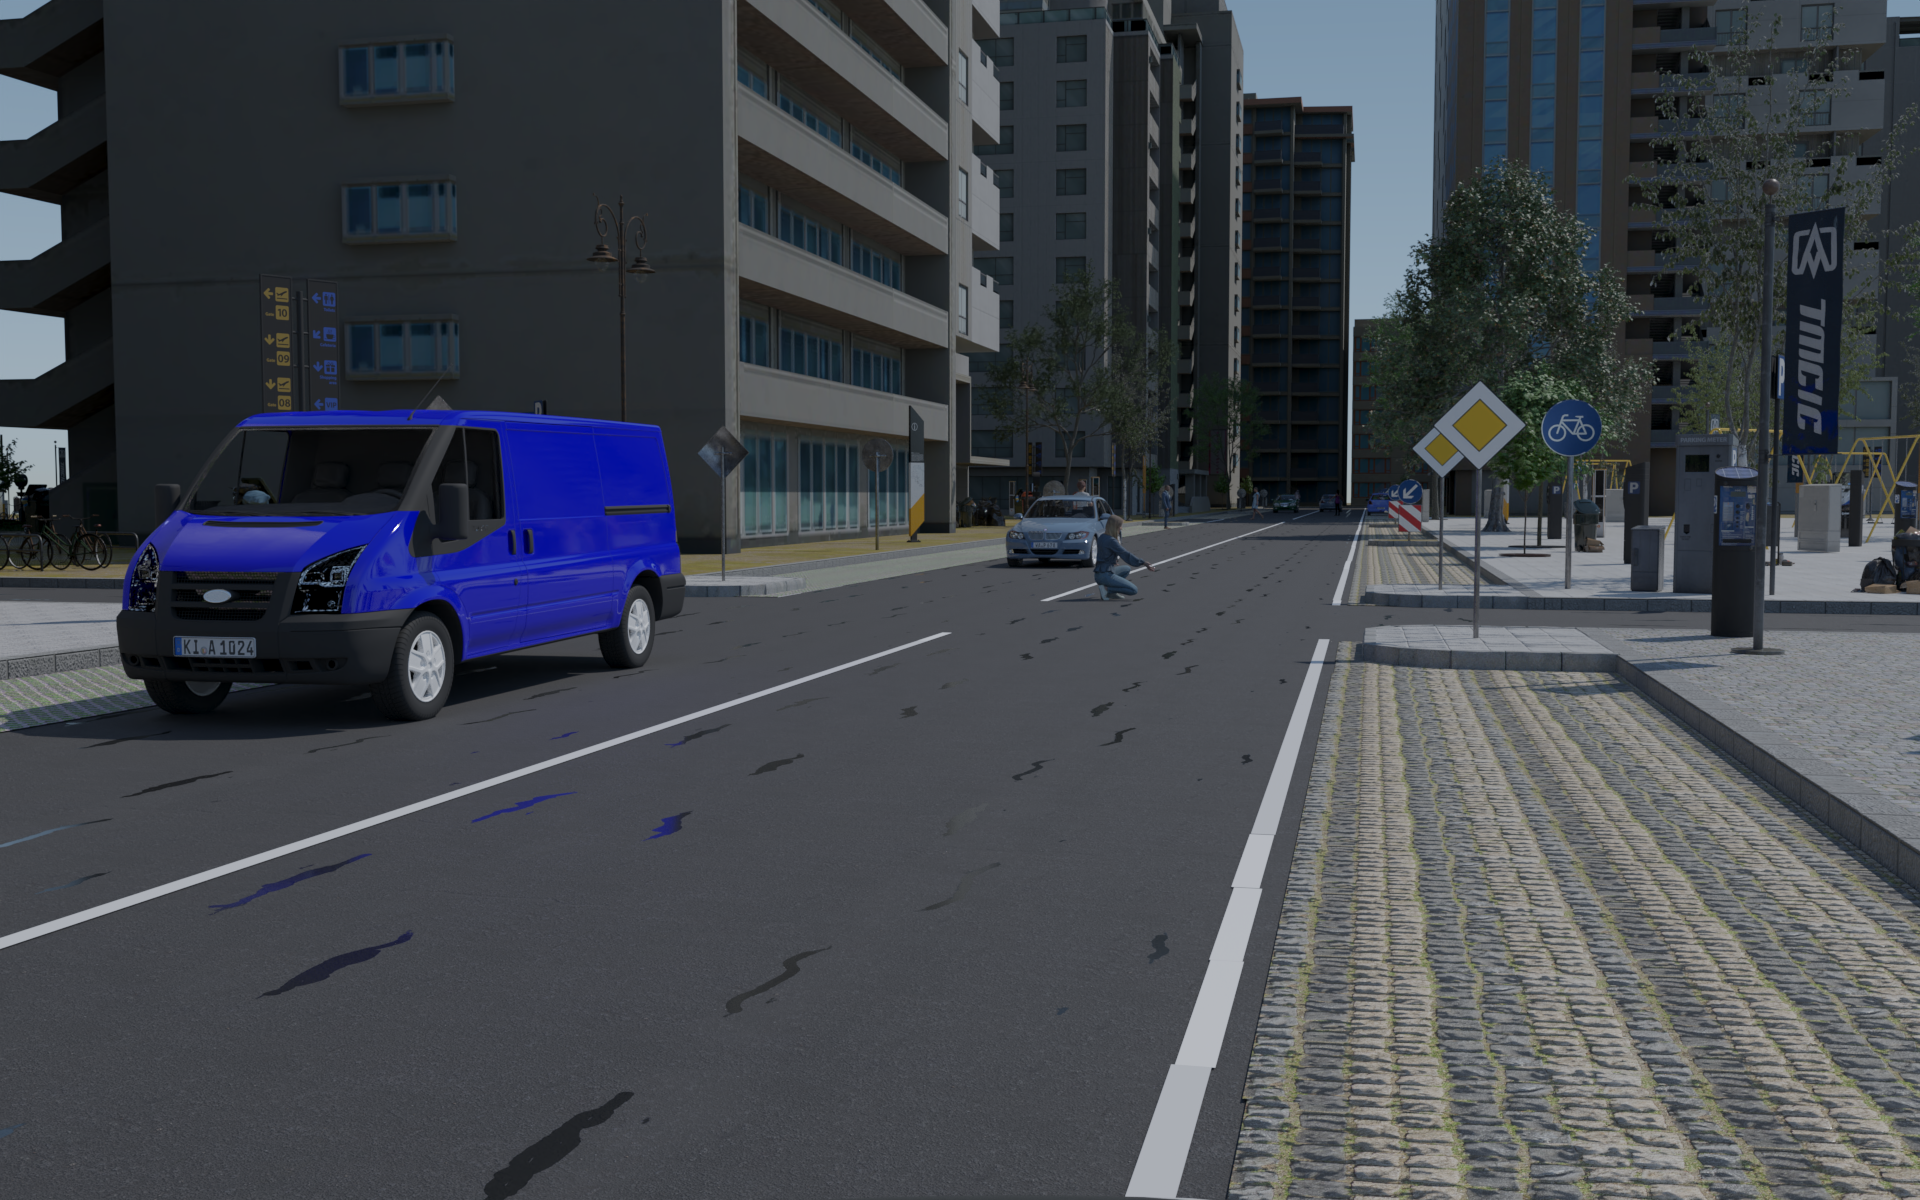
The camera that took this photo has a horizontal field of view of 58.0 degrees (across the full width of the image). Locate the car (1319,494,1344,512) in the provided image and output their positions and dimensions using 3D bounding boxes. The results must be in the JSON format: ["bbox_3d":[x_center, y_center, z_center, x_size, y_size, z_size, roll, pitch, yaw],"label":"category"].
[{"bbox_3d":[29.769,-7.765,138.965,2.014,1.417,4.499,1,4,14],"label":"car"}]

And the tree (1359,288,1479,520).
[{"bbox_3d":[23.544,-9.773,85.550,9.928,11.665,9.643,0,3,0],"label":"tree"}]

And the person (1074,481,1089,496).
[{"bbox_3d":[3.027,-2.038,42.388,0.480,1.755,0.524,1,4,17],"label":"person"}]

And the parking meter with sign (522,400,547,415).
[{"bbox_3d":[-8.531,-2.182,31.942,1.738,3.016,0.543,-2,4,-30],"label":"parking meter with sign"}]

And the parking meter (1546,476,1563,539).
[{"bbox_3d":[16.871,-2.657,49.157,0.399,1.863,0.255,0,4,4],"label":"parking meter"}]

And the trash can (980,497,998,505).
[{"bbox_3d":[1.261,-3.901,75.437,0.748,1.137,0.748,0,3,0],"label":"trash can"}]

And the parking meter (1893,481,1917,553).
[{"bbox_3d":[18.190,-1.524,33.331,0.372,1.533,0.369,0,3,0],"label":"parking meter"}]

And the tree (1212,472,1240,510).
[{"bbox_3d":[21.119,-8.807,138.596,1.663,3.219,1.824,0,3,0],"label":"tree"}]

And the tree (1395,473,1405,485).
[{"bbox_3d":[39.502,-9.723,153.577,1.663,3.219,1.824,0,3,0],"label":"tree"}]

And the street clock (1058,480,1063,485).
[{"bbox_3d":[5.270,-5.311,91.402,0.358,2.002,0.471,1,4,21],"label":"street clock"}]

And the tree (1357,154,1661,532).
[{"bbox_3d":[18.426,-8.672,58.790,9.611,12.733,9.660,0,3,0],"label":"tree"}]

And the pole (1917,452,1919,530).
[{"bbox_3d":[32.767,-3.985,59.001,0.158,3.312,0.155,0,3,0],"label":"pole"}]

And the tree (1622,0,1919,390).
[{"bbox_3d":[12.185,-4.644,26.299,4.360,8.622,3.978,0,3,0],"label":"tree"}]

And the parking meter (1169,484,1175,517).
[{"bbox_3d":[12.037,-5.695,98.817,0.399,1.863,0.255,3,4,39],"label":"parking meter"}]

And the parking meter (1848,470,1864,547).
[{"bbox_3d":[21.882,-2.237,42.281,0.255,1.863,0.399,3,4,37],"label":"parking meter"}]

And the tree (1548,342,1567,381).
[{"bbox_3d":[24.221,-7.112,66.649,4.360,8.622,3.978,0,3,0],"label":"tree"}]

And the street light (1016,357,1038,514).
[{"bbox_3d":[2.268,-5.251,58.634,0.468,5.910,1.993,1,4,13],"label":"street light"}]

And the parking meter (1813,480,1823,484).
[{"bbox_3d":[34.435,-3.905,69.553,0.255,1.863,0.399,0,4,2],"label":"parking meter"}]

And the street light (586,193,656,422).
[{"bbox_3d":[-5.233,-3.312,26.933,0.468,5.910,1.993,1,4,13],"label":"street light"}]

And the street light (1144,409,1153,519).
[{"bbox_3d":[9.913,-7.187,90.301,0.468,5.910,1.993,1,4,13],"label":"street light"}]

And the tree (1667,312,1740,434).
[{"bbox_3d":[30.896,-7.371,70.885,4.737,8.622,4.395,0,3,0],"label":"tree"}]

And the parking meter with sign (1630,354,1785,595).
[{"bbox_3d":[9.625,-1.596,22.362,1.738,3.016,0.543,2,4,34],"label":"parking meter with sign"}]

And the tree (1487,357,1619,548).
[{"bbox_3d":[13.991,-3.537,41.541,4.285,4.588,4.351,0,3,0],"label":"tree"}]

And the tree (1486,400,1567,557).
[{"bbox_3d":[11.512,-2.509,35.627,1.663,3.219,1.824,0,3,0],"label":"tree"}]

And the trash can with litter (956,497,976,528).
[{"bbox_3d":[0.042,-3.320,65.665,1.055,1.170,0.624,-2,4,-32],"label":"trash can with litter"}]

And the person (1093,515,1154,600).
[{"bbox_3d":[2.153,-0.588,23.619,0.738,1.151,1.012,-1,4,-11],"label":"person"}]

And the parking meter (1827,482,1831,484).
[{"bbox_3d":[36.413,-4.104,72.818,0.399,1.863,0.255,1,4,19],"label":"parking meter"}]

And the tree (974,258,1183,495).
[{"bbox_3d":[4.325,-8.228,68.935,8.767,10.594,7.601,-2,4,-35],"label":"tree"}]

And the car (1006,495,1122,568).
[{"bbox_3d":[2.192,-1.435,35.464,2.014,1.417,4.499,1,4,15],"label":"car"}]

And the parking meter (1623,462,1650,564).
[{"bbox_3d":[12.386,-1.592,31.746,0.255,1.863,0.399,-3,5,-43],"label":"parking meter"}]

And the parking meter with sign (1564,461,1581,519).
[{"bbox_3d":[32.083,-5.765,90.522,0.543,3.016,1.738,0,4,-2],"label":"parking meter with sign"}]

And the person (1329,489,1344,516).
[{"bbox_3d":[24.983,-6.463,114.853,1.217,1.739,0.721,-2,4,-28],"label":"person"}]

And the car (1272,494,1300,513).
[{"bbox_3d":[24.956,-7.388,132.587,2.131,1.459,4.920,1,4,13],"label":"car"}]

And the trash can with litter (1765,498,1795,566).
[{"bbox_3d":[14.061,-1.235,31.244,2.233,1.210,1.678,1,4,10],"label":"trash can with litter"}]

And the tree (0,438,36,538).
[{"bbox_3d":[-28.660,-3.474,51.403,1.663,3.219,1.824,0,3,0],"label":"tree"}]

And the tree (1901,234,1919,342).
[{"bbox_3d":[31.803,-7.667,51.103,9.928,11.665,9.643,0,3,0],"label":"tree"}]

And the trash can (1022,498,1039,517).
[{"bbox_3d":[3.959,-5.462,100.959,0.748,1.137,0.748,0,3,0],"label":"trash can"}]

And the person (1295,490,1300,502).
[{"bbox_3d":[26.728,-7.832,137.228,0.551,1.740,0.621,3,5,42],"label":"person"}]

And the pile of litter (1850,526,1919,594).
[{"bbox_3d":[12.504,-0.523,22.520,1.719,0.858,1.176,1,4,17],"label":"pile of litter"}]

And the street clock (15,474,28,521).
[{"bbox_3d":[-33.635,-3.518,62.086,0.471,2.002,0.358,2,4,26],"label":"street clock"}]

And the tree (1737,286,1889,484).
[{"bbox_3d":[29.472,-6.667,59.366,4.737,8.622,4.395,0,3,0],"label":"tree"}]

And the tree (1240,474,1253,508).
[{"bbox_3d":[27.351,-10.391,164.494,1.663,3.219,1.824,0,3,0],"label":"tree"}]

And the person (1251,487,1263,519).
[{"bbox_3d":[16.643,-5.414,97.107,0.778,1.811,0.616,1,4,17],"label":"person"}]

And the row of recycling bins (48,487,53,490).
[{"bbox_3d":[-55.173,-6.022,105.579,3.534,1.692,1.069,2,4,25],"label":"row of recycling bins"}]

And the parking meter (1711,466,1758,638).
[{"bbox_3d":[6.985,-0.440,15.605,0.372,1.533,0.369,0,3,0],"label":"parking meter"}]

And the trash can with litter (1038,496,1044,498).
[{"bbox_3d":[5.427,-5.440,99.996,1.678,1.210,2.233,0,4,-1],"label":"trash can with litter"}]

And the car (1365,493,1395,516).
[{"bbox_3d":[27.806,-6.420,114.560,1.945,1.707,3.694,1,4,13],"label":"car"}]

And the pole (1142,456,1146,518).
[{"bbox_3d":[9.781,-6.001,91.957,0.158,3.312,0.155,0,3,0],"label":"pole"}]

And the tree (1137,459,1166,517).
[{"bbox_3d":[10.584,-6.189,95.796,1.663,3.219,1.824,0,3,0],"label":"tree"}]

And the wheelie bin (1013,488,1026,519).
[{"bbox_3d":[3.089,-4.878,87.656,0.693,1.594,0.980,1,4,13],"label":"wheelie bin"}]

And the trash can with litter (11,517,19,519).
[{"bbox_3d":[-47.490,-4.623,86.644,2.233,1.210,1.678,-2,4,-24],"label":"trash can with litter"}]

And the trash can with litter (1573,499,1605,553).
[{"bbox_3d":[13.964,-1.644,38.262,0.624,1.170,1.055,0,4,-3],"label":"trash can with litter"}]

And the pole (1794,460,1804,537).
[{"bbox_3d":[24.881,-3.515,51.319,0.158,3.312,0.155,0,3,0],"label":"pole"}]

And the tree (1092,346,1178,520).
[{"bbox_3d":[8.387,-8.265,85.499,4.360,8.622,3.978,0,3,0],"label":"tree"}]

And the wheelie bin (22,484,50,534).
[{"bbox_3d":[-29.218,-2.879,54.974,0.693,1.594,0.980,2,4,25],"label":"wheelie bin"}]

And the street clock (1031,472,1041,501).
[{"bbox_3d":[2.544,-3.249,57.683,0.358,2.002,0.471,0,4,2],"label":"street clock"}]

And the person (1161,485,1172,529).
[{"bbox_3d":[8.443,-3.800,70.813,0.419,1.800,0.721,1,4,18],"label":"person"}]

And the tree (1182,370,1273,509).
[{"bbox_3d":[22.517,-13.417,145.124,9.928,11.665,9.643,0,3,0],"label":"tree"}]
